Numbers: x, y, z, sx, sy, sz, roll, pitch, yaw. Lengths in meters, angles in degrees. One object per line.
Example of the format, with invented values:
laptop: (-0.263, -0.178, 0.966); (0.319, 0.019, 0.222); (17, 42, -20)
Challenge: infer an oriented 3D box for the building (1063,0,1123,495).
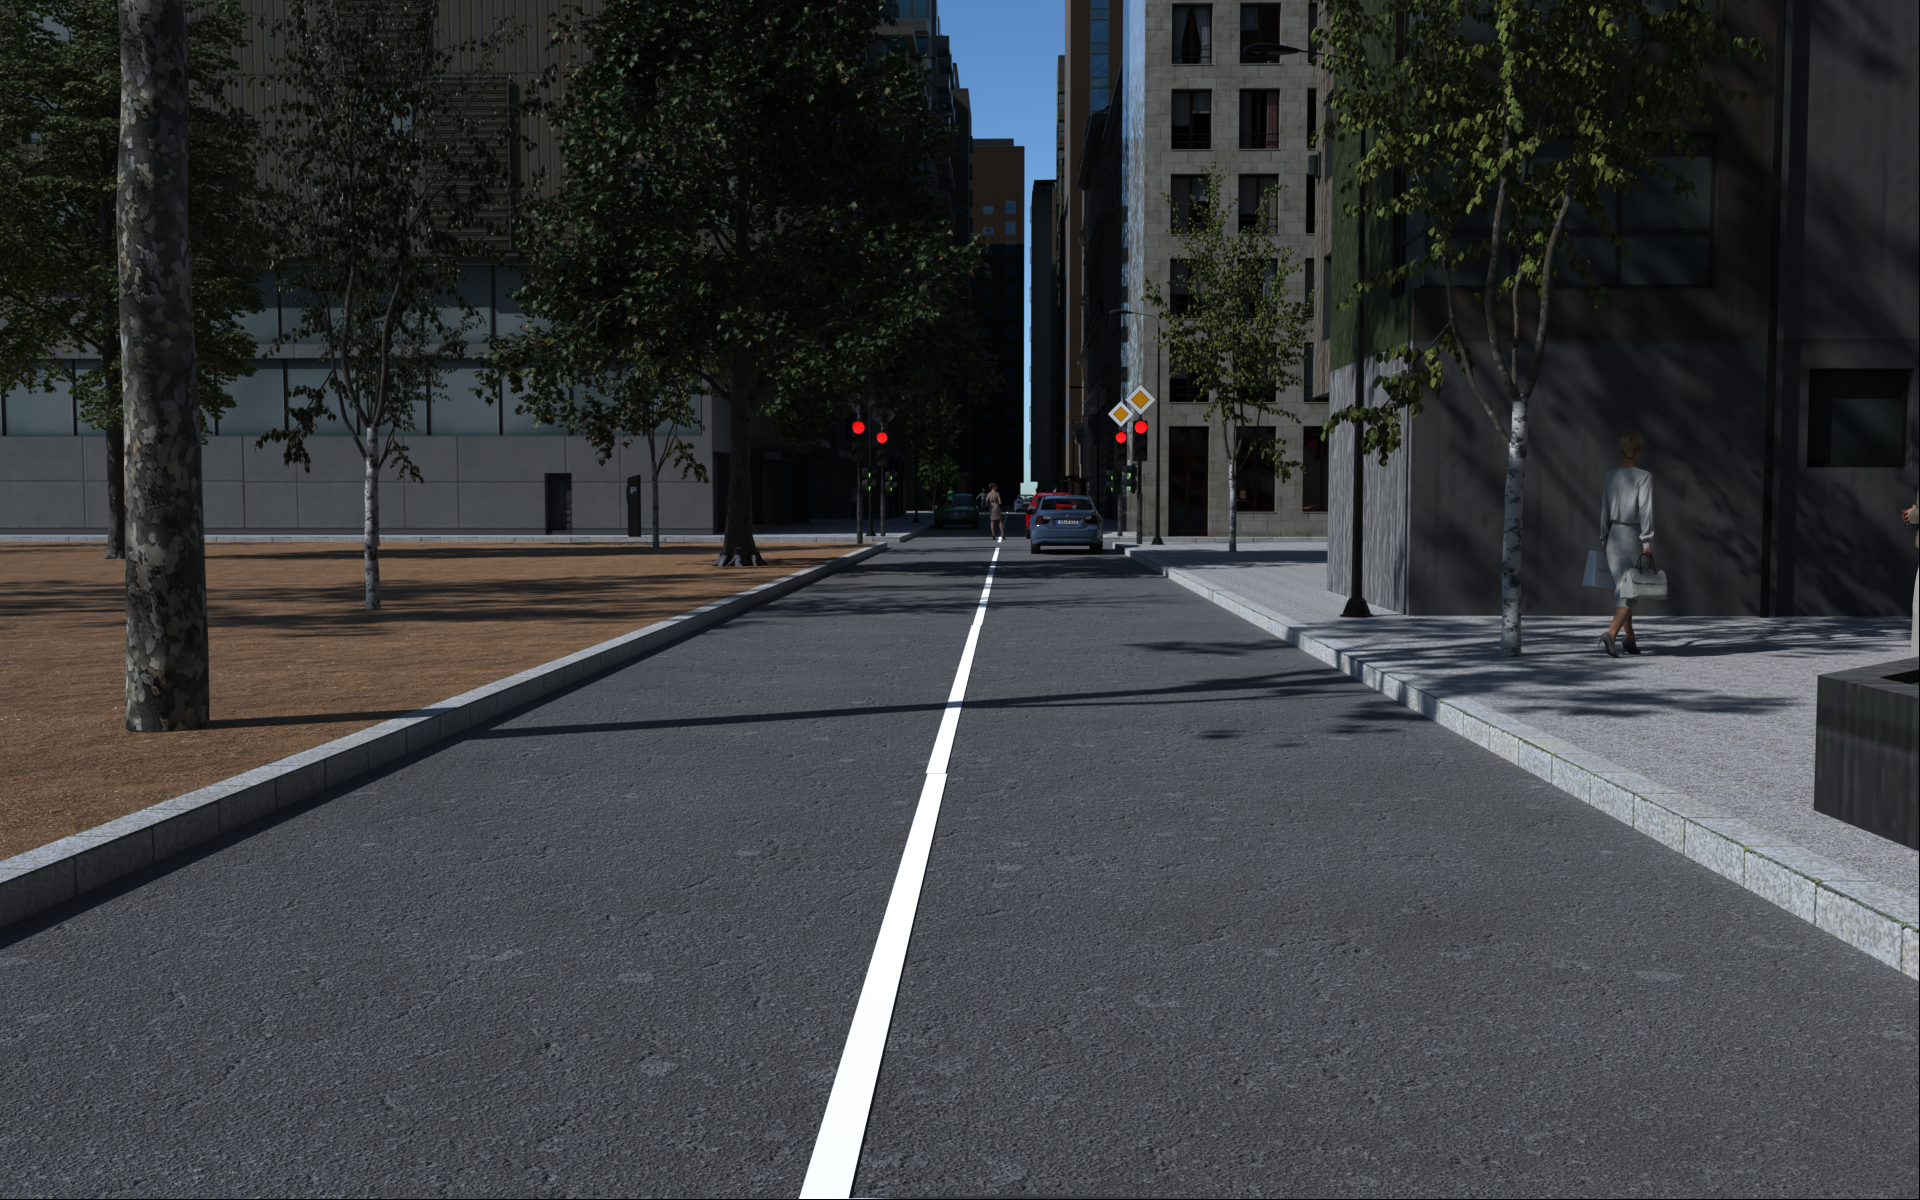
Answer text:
building: (15.330, -29.743, 136.405); (14.600, 45.320, 14.200); (0, 4, 2)

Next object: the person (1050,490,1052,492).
person: (8.526, -9.526, 162.723); (0.436, 1.711, 0.756); (-2, 4, -32)

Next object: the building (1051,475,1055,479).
building: (22.044, -34.714, 187.187); (23.786, 49.044, 30.456); (0, 4, 2)

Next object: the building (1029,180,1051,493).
building: (15.893, -32.692, 218.107); (14.086, 41.232, 14.154); (0, 4, 2)

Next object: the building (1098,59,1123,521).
building: (12.332, -14.645, 75.600); (11.583, 22.565, 21.152); (0, 4, 2)

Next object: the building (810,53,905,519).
building: (-13.576, -40.248, 96.313); (20.563, 71.187, 20.611); (0, 4, 2)

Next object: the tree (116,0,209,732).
tree: (-5.554, -9.413, 9.787); (12.611, 20.169, 13.585); (0, 3, 0)

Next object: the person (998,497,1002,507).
person: (4.102, -10.652, 185.884); (0.991, 1.433, 0.599); (-1, 4, -14)

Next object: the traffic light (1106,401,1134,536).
traffic light: (4.833, -3.882, 52.384); (0.839, 4.253, 0.868); (0, 4, 2)

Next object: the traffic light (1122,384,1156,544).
traffic light: (4.592, -3.393, 44.402); (0.839, 4.253, 0.868); (0, 4, 2)

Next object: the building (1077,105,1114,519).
building: (12.359, -16.343, 96.090); (11.050, 23.489, 19.941); (0, 4, 2)

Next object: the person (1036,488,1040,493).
person: (4.672, -5.714, 102.271); (0.721, 1.781, 0.623); (-3, 4, -36)

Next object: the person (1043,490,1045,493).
person: (9.685, -11.775, 199.277); (1.217, 1.736, 0.721); (0, 4, -5)

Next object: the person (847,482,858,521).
person: (-4.975, -4.670, 82.245); (0.795, 1.843, 0.661); (-3, 5, -42)

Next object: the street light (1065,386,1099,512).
street light: (5.381, -6.227, 74.350); (1.470, 5.913, 1.316); (0, 4, 2)

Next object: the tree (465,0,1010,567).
tree: (-3.836, -6.954, 30.707); (9.611, 12.733, 9.660); (0, 3, 0)

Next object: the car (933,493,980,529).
car: (-0.123, -3.867, 72.017); (1.959, 1.807, 4.718); (0, 4, 2)

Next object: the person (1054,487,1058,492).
person: (7.272, -7.549, 129.339); (0.599, 1.838, 0.709); (0, 4, -2)

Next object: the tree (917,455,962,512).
tree: (-1.583, -8.726, 126.382); (4.285, 4.588, 4.351); (0, 3, 0)

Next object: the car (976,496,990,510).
car: (2.102, -7.803, 140.167); (1.945, 1.354, 3.894); (0, 4, 3)

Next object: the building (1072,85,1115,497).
building: (14.752, -20.227, 116.620); (13.634, 28.700, 20.117); (0, 4, 2)

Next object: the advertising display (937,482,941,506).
advertising display: (-1.120, -5.262, 91.255); (0.123, 1.923, 0.974); (0, 4, 5)

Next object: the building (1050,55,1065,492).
building: (16.133, -29.445, 165.025); (14.154, 41.232, 14.086); (0, 4, 2)

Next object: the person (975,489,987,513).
person: (1.796, -7.472, 130.746); (1.350, 1.814, 0.705); (-1, 4, -12)

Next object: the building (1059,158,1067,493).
building: (15.654, -23.213, 151.238); (14.160, 30.474, 14.107); (0, 4, 2)

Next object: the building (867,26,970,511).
building: (-15.450, -27.416, 140.125); (32.217, 40.220, 23.993); (0, 4, 2)

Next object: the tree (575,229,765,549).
tree: (-6.900, -5.498, 40.249); (4.737, 8.622, 4.395); (0, 3, 0)

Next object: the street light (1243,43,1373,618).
street light: (3.617, -2.780, 18.000); (1.470, 5.913, 1.316); (0, 4, 2)

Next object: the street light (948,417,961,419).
street light: (-0.623, -8.031, 103.854); (1.470, 5.913, 1.316); (0, 4, 2)

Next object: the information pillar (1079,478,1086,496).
information pillar: (5.527, -4.491, 77.926); (0.304, 2.012, 0.304); (0, 4, 1)

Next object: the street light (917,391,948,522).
street light: (-1.434, -6.460, 78.169); (1.470, 5.913, 1.316); (0, 4, 2)

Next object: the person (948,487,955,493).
person: (-0.662, -7.211, 124.196); (0.600, 1.795, 0.529); (1, 4, 12)

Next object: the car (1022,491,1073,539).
car: (3.095, -2.938, 57.081); (2.155, 1.783, 4.494); (0, 4, 4)

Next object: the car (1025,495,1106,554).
car: (2.610, -1.878, 42.714); (2.014, 1.417, 4.499); (0, 4, 3)

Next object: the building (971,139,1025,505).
building: (0.915, -34.721, 217.806); (14.200, 45.320, 14.600); (0, 4, 2)

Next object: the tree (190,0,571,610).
tree: (-6.490, -4.210, 19.202); (4.360, 8.622, 3.978); (0, 3, 0)

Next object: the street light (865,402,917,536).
street light: (-2.168, -4.889, 52.482); (1.470, 5.913, 1.316); (0, 4, 2)

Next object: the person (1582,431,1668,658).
person: (5.236, -0.447, 13.698); (0.624, 1.780, 0.694); (-1, 4, -18)

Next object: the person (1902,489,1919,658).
person: (6.206, -0.273, 11.051); (0.362, 1.759, 0.519); (2, 4, 30)

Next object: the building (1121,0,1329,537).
building: (14.022, -12.331, 56.361); (16.860, 20.320, 10.420); (0, 4, 2)

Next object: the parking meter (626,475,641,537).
parking meter: (-9.780, -2.826, 51.914); (0.399, 1.863, 0.255); (0, 4, 0)

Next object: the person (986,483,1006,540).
person: (1.131, -2.785, 54.373); (0.599, 1.781, 0.374); (1, 4, 20)

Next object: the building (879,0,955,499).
building: (-11.848, -33.481, 167.022); (23.786, 49.044, 30.456); (0, 4, 2)

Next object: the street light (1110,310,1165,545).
street light: (4.467, -4.356, 43.754); (1.470, 5.913, 1.316); (0, 4, 2)

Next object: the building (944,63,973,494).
building: (-9.472, -34.811, 192.856); (21.600, 48.544, 21.300); (0, 4, 2)

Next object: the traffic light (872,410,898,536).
traffic light: (-2.326, -3.894, 52.583); (0.839, 4.253, 0.868); (0, 4, 2)

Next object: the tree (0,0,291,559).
tree: (-17.063, -7.106, 34.306); (7.486, 12.596, 7.792); (0, 3, 0)

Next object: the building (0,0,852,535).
building: (-18.416, -29.099, 65.014); (28.713, 52.752, 27.495); (0, 4, 2)

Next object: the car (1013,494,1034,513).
car: (5.126, -7.540, 135.275); (2.014, 1.417, 4.499); (0, 3, 0)

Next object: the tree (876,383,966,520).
tree: (-2.550, -8.200, 84.427); (4.737, 8.622, 4.395); (0, 3, 0)

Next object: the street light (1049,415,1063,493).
street light: (6.095, -7.875, 101.297); (1.470, 5.913, 1.316); (0, 4, 2)

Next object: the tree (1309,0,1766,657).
tree: (4.441, -3.872, 13.663); (4.737, 8.622, 4.395); (0, 3, 0)

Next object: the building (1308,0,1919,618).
building: (11.958, -15.430, 23.977); (14.160, 30.474, 14.107); (0, 4, 2)

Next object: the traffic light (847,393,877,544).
traffic light: (-2.567, -3.406, 44.602); (0.839, 4.253, 0.868); (0, 4, 2)
